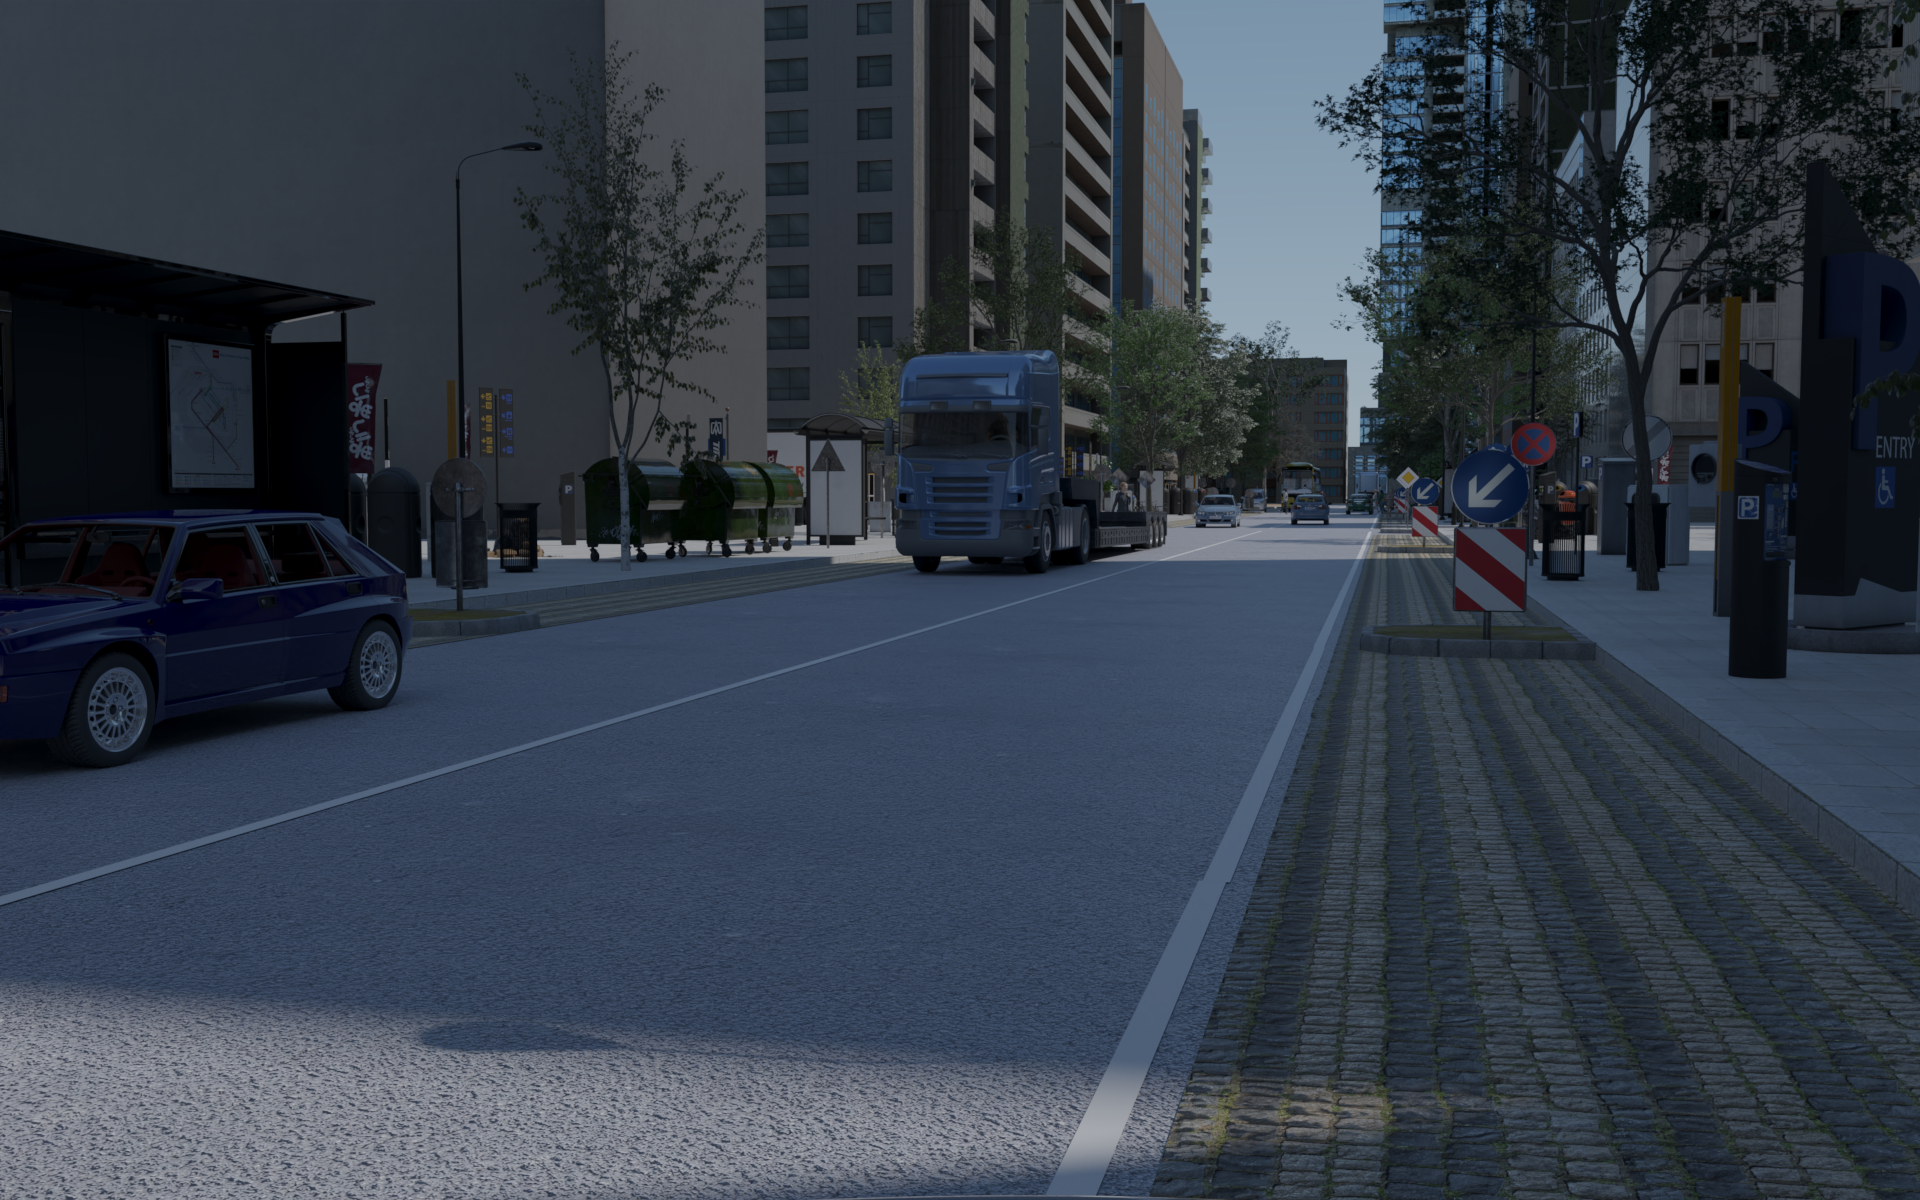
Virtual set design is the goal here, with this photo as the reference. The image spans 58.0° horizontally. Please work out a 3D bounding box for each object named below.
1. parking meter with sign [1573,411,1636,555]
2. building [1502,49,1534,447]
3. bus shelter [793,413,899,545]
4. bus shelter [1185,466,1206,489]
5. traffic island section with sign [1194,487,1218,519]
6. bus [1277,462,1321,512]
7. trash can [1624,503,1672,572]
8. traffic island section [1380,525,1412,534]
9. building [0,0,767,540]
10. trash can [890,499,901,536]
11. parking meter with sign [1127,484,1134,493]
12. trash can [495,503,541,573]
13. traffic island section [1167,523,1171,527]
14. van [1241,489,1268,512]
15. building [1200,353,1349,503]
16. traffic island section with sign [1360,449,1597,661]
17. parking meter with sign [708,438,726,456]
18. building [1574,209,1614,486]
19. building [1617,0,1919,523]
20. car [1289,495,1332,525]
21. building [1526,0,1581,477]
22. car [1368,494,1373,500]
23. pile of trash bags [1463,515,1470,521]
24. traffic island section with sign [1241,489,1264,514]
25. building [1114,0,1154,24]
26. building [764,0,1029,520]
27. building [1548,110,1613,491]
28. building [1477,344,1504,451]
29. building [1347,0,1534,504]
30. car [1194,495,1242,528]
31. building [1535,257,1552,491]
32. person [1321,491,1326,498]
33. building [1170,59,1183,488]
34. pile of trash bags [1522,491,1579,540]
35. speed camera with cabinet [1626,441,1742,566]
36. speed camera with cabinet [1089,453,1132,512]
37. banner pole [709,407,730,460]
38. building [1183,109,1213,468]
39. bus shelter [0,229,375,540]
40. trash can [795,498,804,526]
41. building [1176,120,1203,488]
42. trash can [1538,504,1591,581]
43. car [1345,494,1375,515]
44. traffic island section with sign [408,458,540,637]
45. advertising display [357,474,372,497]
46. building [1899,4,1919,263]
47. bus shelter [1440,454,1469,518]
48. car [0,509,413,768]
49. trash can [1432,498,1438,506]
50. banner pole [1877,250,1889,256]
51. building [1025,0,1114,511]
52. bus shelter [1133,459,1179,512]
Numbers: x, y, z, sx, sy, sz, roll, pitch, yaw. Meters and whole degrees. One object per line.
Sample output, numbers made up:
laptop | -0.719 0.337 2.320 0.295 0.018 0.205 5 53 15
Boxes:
parking meter with sign | 13.850 -2.460 36.475 1.738 3.016 0.543 0 4 7
building | 61.407 -31.837 170.645 14.600 45.320 14.200 1 4 14
bus shelter | -2.539 -3.175 45.831 2.014 3.302 5.546 1 4 14
bus shelter | 16.989 -8.136 126.952 2.014 3.302 5.546 1 4 14
traffic island section with sign | 14.599 -5.580 99.861 1.989 1.847 2.006 1 4 14
bus | 27.151 -8.950 137.873 2.896 3.916 12.252 1 4 14
trash can | 11.370 -1.041 28.682 0.748 1.137 0.748 0 3 0
traffic island section | 16.594 -2.559 64.128 2.009 0.180 2.903 1 4 14
building | -19.518 -16.102 56.768 24.014 27.812 14.314 1 4 14
trash can | -1.695 -2.395 50.818 0.748 1.137 0.748 0 3 0
parking meter with sign | 12.584 -8.132 129.220 1.738 3.016 0.543 0 4 -7
trash can | -7.235 -1.024 28.388 0.748 1.137 0.748 0 3 0
traffic island section | 7.982 -3.192 74.474 2.009 0.180 2.903 1 4 14
van | 22.769 -7.752 133.763 2.013 2.044 4.112 1 4 14
building | 41.542 -24.931 252.660 28.899 21.520 27.650 1 4 14
traffic island section with sign | 4.718 -0.447 15.944 1.989 1.847 2.006 1 4 14
parking meter with sign | -7.681 -3.492 53.359 0.543 3.016 1.738 0 4 6
building | 41.080 -14.845 97.468 10.420 20.320 16.860 1 4 14
building | 41.421 -16.017 79.897 19.932 24.808 12.078 1 4 14
car | 16.561 -4.272 81.848 2.014 1.417 4.499 1 4 13
building | 59.379 -43.641 151.790 20.563 71.187 20.611 1 4 14
car | 42.735 -10.546 182.216 2.009 1.686 4.222 1 4 16
pile of trash bags | 23.991 -4.307 80.168 1.912 1.369 3.447 0 3 0
traffic island section with sign | 21.290 -7.241 127.014 1.989 1.847 2.006 1 4 14
building | 10.803 -31.066 158.045 14.600 45.320 14.200 1 4 14
building | -4.641 -19.578 91.807 14.160 30.474 14.107 1 4 14
building | 46.578 -18.192 115.467 12.078 24.808 19.932 1 4 14
building | 72.182 -21.165 191.082 27.650 21.520 28.899 1 4 14
building | 70.341 -56.713 239.931 31.000 86.520 22.319 1 4 14
car | 11.195 -3.851 74.966 2.014 1.417 4.499 1 4 12
building | 51.100 -18.548 132.940 12.332 23.373 15.834 1 4 14
person | 37.314 -10.343 178.061 0.683 1.767 0.568 1 4 10
building | 14.280 -31.929 172.154 14.600 45.320 14.200 1 4 14
pile of trash bags | 16.510 -2.379 48.647 1.912 1.369 3.447 0 4 -4
speed camera with cabinet | 12.886 -2.235 30.883 0.660 3.252 2.038 -2 4 -26
speed camera with cabinet | 7.331 -5.505 84.350 2.038 3.252 0.660 0 4 -2
banner pole | -6.894 -3.670 50.015 0.863 3.779 0.401 2 4 26
building | 14.431 -35.983 207.935 30.456 49.044 23.786 1 4 14
bus shelter | -8.674 -1.657 18.374 1.731 3.624 6.357 1 4 14
trash can | -6.615 -3.553 69.750 0.748 1.137 0.748 0 3 0
building | 18.162 -30.732 186.067 14.154 41.232 14.086 1 4 14
trash can | 8.968 -0.861 25.732 0.748 1.137 0.748 0 3 0
car | 28.287 -6.774 122.560 2.131 1.459 4.920 1 4 14
traffic island section with sign | -5.558 -0.588 18.239 1.989 1.847 2.006 1 4 14
advertising display | -15.438 -2.422 44.811 0.123 1.923 0.974 -3 5 -40
building | 31.931 -26.580 23.819 28.713 52.752 27.495 1 4 14
bus shelter | 26.063 -5.887 90.176 2.014 3.302 5.546 1 4 14
car | -4.976 0.132 10.427 1.945 1.354 3.894 1 4 13
trash can | 37.721 -7.674 137.122 0.748 1.137 0.748 0 3 0
banner pole | 9.357 -1.715 18.058 0.401 3.779 0.863 -1 4 -20
building | -1.140 -30.673 125.212 21.300 48.544 21.600 1 4 14
bus shelter | 11.632 -6.654 102.712 2.014 3.302 5.546 1 4 14
